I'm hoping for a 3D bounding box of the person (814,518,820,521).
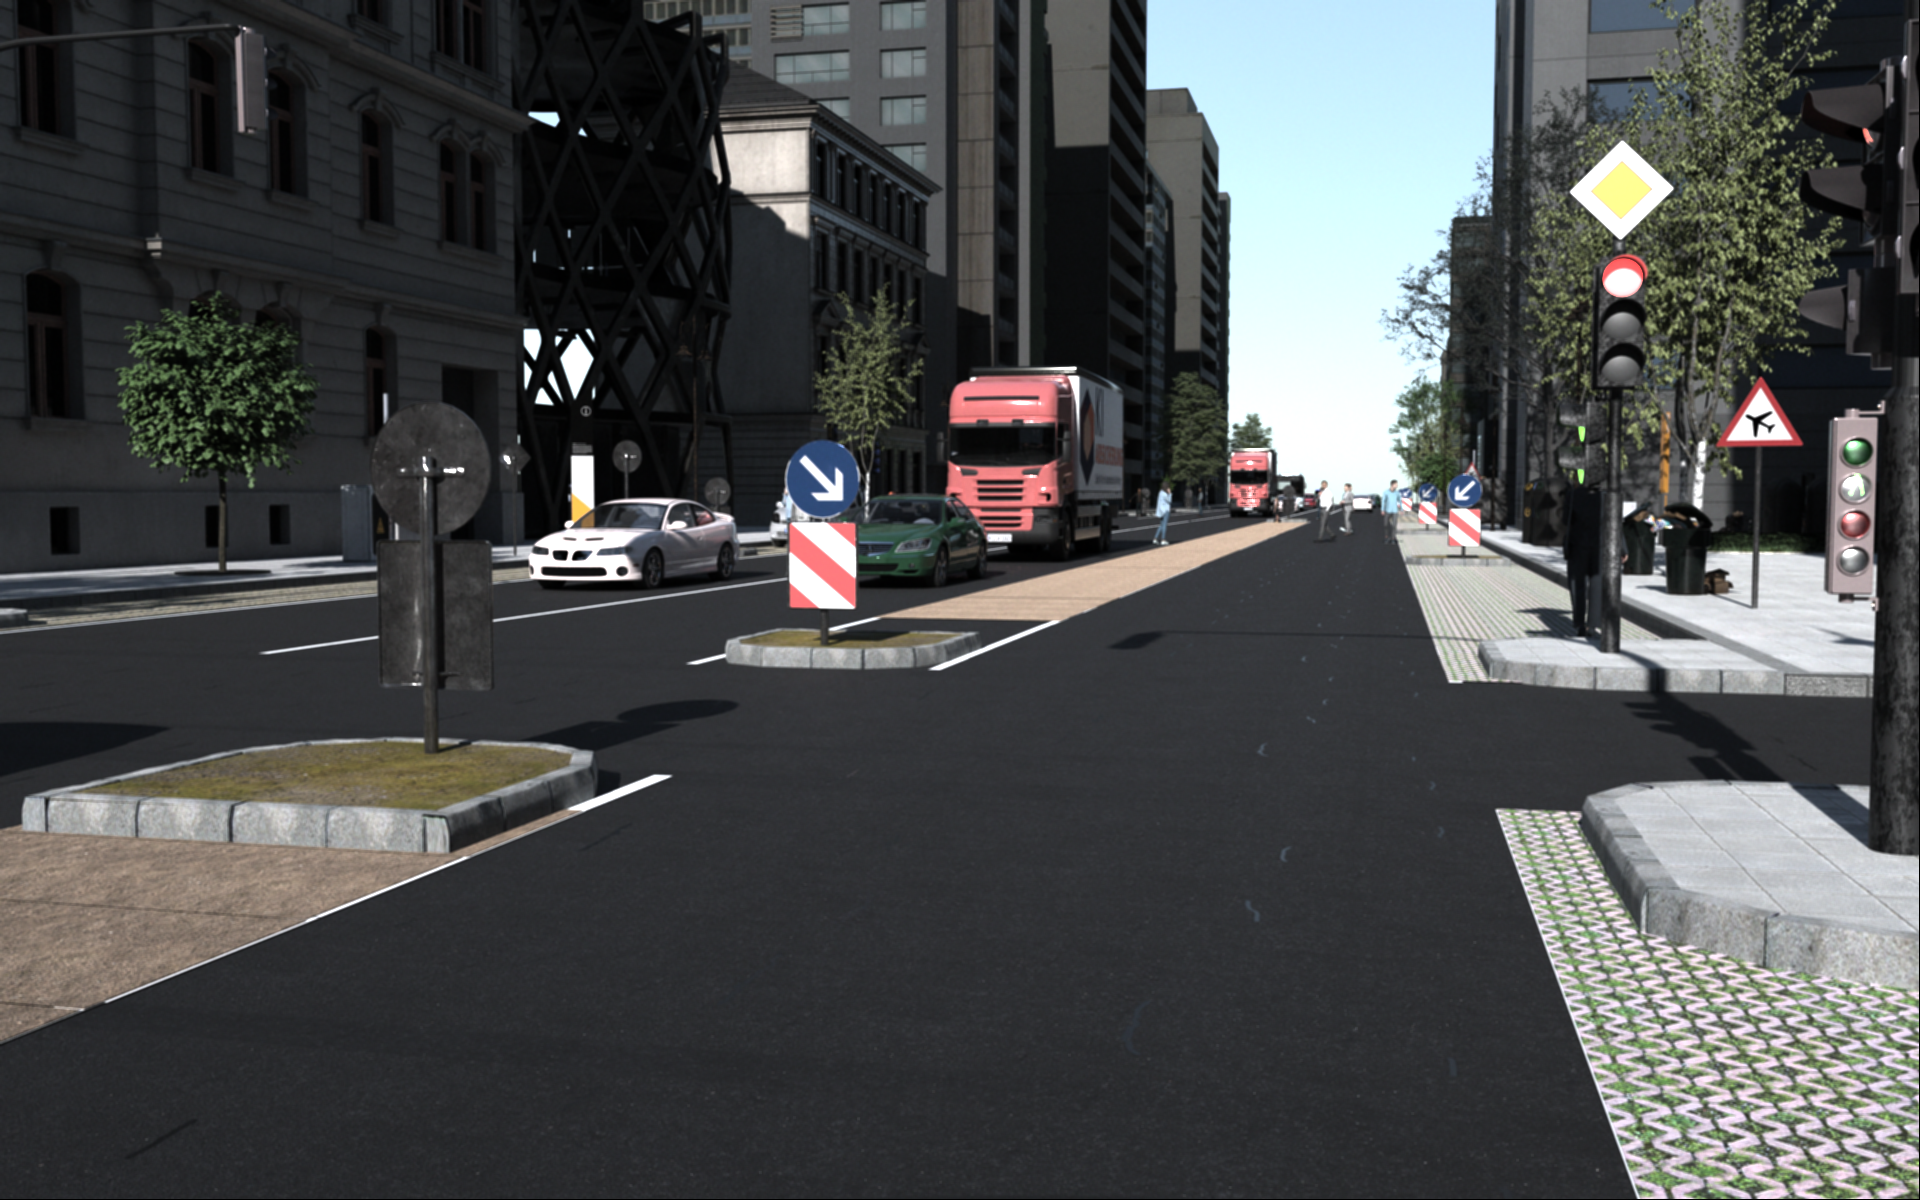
[{"bbox_3d":[-2.975,-1.635,35.802,0.524,1.755,0.480,3,4,36],"label":"person"}]

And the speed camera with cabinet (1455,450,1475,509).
[{"bbox_3d":[23.015,-5.162,78.734,0.660,3.252,2.038,0,4,5],"label":"speed camera with cabinet"}]

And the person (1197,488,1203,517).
[{"bbox_3d":[15.334,-6.241,110.622,0.705,1.814,1.350,0,3,0],"label":"person"}]

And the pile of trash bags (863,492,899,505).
[{"bbox_3d":[-3.207,-3.467,66.444,1.912,1.369,3.447,2,4,25],"label":"pile of trash bags"}]

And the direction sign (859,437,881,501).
[{"bbox_3d":[-3.597,-4.722,69.196,0.876,3.537,0.379,-1,4,-20],"label":"direction sign"}]

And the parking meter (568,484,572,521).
[{"bbox_3d":[-9.304,-2.056,42.019,0.372,1.533,0.369,0,3,0],"label":"parking meter"}]

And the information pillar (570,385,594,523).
[{"bbox_3d":[-8.134,-2.815,37.387,0.504,3.616,0.183,-1,4,-15],"label":"information pillar"}]

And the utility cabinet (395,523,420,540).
[{"bbox_3d":[-11.719,-1.557,36.612,0.306,1.237,1.020,1,4,13],"label":"utility cabinet"}]

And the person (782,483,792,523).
[{"bbox_3d":[-4.155,-2.134,43.649,0.793,1.790,0.793,0,4,8],"label":"person"}]

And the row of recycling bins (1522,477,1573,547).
[{"bbox_3d":[14.881,-2.242,43.765,1.069,1.692,3.534,1,4,12],"label":"row of recycling bins"}]

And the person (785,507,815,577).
[{"bbox_3d":[-2.563,-1.178,28.112,0.624,1.780,0.694,-1,4,-17],"label":"person"}]

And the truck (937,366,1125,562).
[{"bbox_3d":[1.887,-3.141,40.268,2.839,4.237,11.283,1,4,12],"label":"truck"}]

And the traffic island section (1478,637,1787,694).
[{"bbox_3d":[5.282,0.505,14.017,2.009,0.180,2.903,1,4,14],"label":"traffic island section"}]

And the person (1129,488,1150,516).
[{"bbox_3d":[11.587,-6.325,111.931,1.348,1.821,0.705,0,4,-5],"label":"person"}]

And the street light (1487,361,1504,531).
[{"bbox_3d":[18.550,-5.343,60.139,0.468,5.910,1.993,1,4,14],"label":"street light"}]

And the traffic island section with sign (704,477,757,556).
[{"bbox_3d":[-5.818,-1.936,40.275,1.989,1.847,2.006,1,4,14],"label":"traffic island section with sign"}]

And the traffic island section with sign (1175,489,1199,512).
[{"bbox_3d":[18.654,-8.102,141.103,1.989,1.847,2.006,1,4,14],"label":"traffic island section with sign"}]

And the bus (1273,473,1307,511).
[{"bbox_3d":[27.983,-9.318,147.215,2.948,3.499,13.247,1,4,12],"label":"bus"}]

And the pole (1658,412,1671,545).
[{"bbox_3d":[17.583,-3.021,43.233,0.158,3.312,0.155,0,3,0],"label":"pole"}]

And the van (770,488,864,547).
[{"bbox_3d":[-3.876,-2.470,47.400,2.013,2.044,4.112,1,4,13],"label":"van"}]

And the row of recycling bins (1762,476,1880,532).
[{"bbox_3d":[20.634,-2.030,40.302,3.534,1.692,1.069,1,4,15],"label":"row of recycling bins"}]

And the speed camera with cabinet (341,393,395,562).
[{"bbox_3d":[-11.198,-2.391,33.435,0.660,3.252,2.038,1,4,8],"label":"speed camera with cabinet"}]

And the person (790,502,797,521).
[{"bbox_3d":[-3.114,-1.576,34.395,0.709,1.813,0.853,2,4,26],"label":"person"}]

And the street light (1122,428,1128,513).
[{"bbox_3d":[11.243,-8.941,118.977,0.468,5.910,1.993,1,4,14],"label":"street light"}]

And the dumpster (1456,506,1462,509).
[{"bbox_3d":[22.325,-4.284,75.810,1.264,1.857,1.865,1,4,13],"label":"dumpster"}]

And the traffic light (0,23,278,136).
[{"bbox_3d":[-9.140,-2.614,17.411,4.771,5.953,1.251,1,4,14],"label":"traffic light"}]

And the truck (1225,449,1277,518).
[{"bbox_3d":[18.479,-7.356,109.182,2.839,4.237,11.283,1,4,13],"label":"truck"}]

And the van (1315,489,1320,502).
[{"bbox_3d":[45.716,-13.087,218.360,2.240,2.365,5.245,1,4,16],"label":"van"}]

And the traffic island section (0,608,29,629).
[{"bbox_3d":[-11.230,0.261,18.014,2.009,0.180,2.903,1,4,14],"label":"traffic island section"}]

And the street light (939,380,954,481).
[{"bbox_3d":[-0.475,-5.976,70.495,0.468,5.910,1.993,1,4,14],"label":"street light"}]

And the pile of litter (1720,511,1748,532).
[{"bbox_3d":[19.796,-1.874,44.610,1.176,0.858,1.719,-1,4,-9],"label":"pile of litter"}]

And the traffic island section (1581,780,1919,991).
[{"bbox_3d":[3.399,0.980,6.256,2.009,0.180,2.903,1,4,14],"label":"traffic island section"}]

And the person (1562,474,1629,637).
[{"bbox_3d":[6.107,-0.478,16.729,0.576,1.772,0.534,0,4,-5],"label":"person"}]

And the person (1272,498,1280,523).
[{"bbox_3d":[15.792,-4.488,86.552,0.373,1.253,0.362,2,4,31],"label":"person"}]

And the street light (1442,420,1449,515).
[{"bbox_3d":[30.304,-8.285,108.239,0.468,5.910,1.993,1,4,14],"label":"street light"}]

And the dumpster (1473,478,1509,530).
[{"bbox_3d":[19.029,-3.448,62.137,1.264,1.857,1.865,1,4,14],"label":"dumpster"}]

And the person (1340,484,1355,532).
[{"bbox_3d":[14.833,-3.544,66.456,0.620,1.820,0.660,3,4,38],"label":"person"}]

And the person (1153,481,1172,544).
[{"bbox_3d":[5.776,-2.482,49.353,0.793,1.790,0.793,3,5,44],"label":"person"}]

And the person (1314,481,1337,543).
[{"bbox_3d":[10.822,-2.616,51.378,0.850,1.850,0.679,-1,4,-21],"label":"person"}]

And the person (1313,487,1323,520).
[{"bbox_3d":[20.246,-5.404,96.945,0.705,1.814,1.350,-3,5,-39],"label":"person"}]

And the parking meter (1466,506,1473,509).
[{"bbox_3d":[20.021,-3.658,68.214,0.372,1.533,0.369,0,3,0],"label":"parking meter"}]

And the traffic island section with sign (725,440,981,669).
[{"bbox_3d":[-1.005,-0.431,15.189,2.006,1.907,1.989,1,4,14],"label":"traffic island section with sign"}]

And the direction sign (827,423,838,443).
[{"bbox_3d":[-4.081,-3.876,55.369,0.379,3.537,0.876,1,4,17],"label":"direction sign"}]

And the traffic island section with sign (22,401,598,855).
[{"bbox_3d":[-2.761,0.009,7.993,2.006,1.907,1.989,1,4,14],"label":"traffic island section with sign"}]

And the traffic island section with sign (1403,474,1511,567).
[{"bbox_3d":[10.090,-1.622,35.152,1.989,1.847,2.006,1,4,14],"label":"traffic island section with sign"}]

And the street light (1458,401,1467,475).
[{"bbox_3d":[24.835,-6.914,85.824,0.468,5.910,1.993,1,4,14],"label":"street light"}]

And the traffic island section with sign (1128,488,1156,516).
[{"bbox_3d":[12.294,-6.500,114.906,1.989,1.847,2.006,1,4,14],"label":"traffic island section with sign"}]

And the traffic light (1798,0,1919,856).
[{"bbox_3d":[1.308,-1.947,6.504,4.771,5.953,1.251,1,4,14],"label":"traffic light"}]

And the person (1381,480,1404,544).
[{"bbox_3d":[12.534,-2.559,50.206,0.638,1.841,0.748,1,4,16],"label":"person"}]

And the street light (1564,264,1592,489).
[{"bbox_3d":[12.291,-3.771,34.449,0.468,5.910,1.993,1,4,14],"label":"street light"}]

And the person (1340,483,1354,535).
[{"bbox_3d":[13.402,-3.153,60.246,0.583,1.804,0.606,-1,4,-21],"label":"person"}]

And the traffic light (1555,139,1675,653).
[{"bbox_3d":[5.246,-1.528,13.912,0.839,4.253,0.868,1,4,14],"label":"traffic light"}]

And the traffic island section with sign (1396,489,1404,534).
[{"bbox_3d":[16.504,-3.239,61.587,1.989,1.847,2.006,1,4,14],"label":"traffic island section with sign"}]

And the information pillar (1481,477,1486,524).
[{"bbox_3d":[22.180,-4.241,73.829,0.304,2.012,0.304,-3,5,-44],"label":"information pillar"}]

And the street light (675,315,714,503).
[{"bbox_3d":[-6.849,-4.406,44.833,0.468,5.910,1.993,1,4,14],"label":"street light"}]

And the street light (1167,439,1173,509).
[{"bbox_3d":[17.606,-10.531,144.973,0.468,5.910,1.993,1,4,14],"label":"street light"}]

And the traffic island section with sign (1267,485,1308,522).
[{"bbox_3d":[16.709,-4.898,88.218,2.006,1.907,1.989,1,4,14],"label":"traffic island section with sign"}]
